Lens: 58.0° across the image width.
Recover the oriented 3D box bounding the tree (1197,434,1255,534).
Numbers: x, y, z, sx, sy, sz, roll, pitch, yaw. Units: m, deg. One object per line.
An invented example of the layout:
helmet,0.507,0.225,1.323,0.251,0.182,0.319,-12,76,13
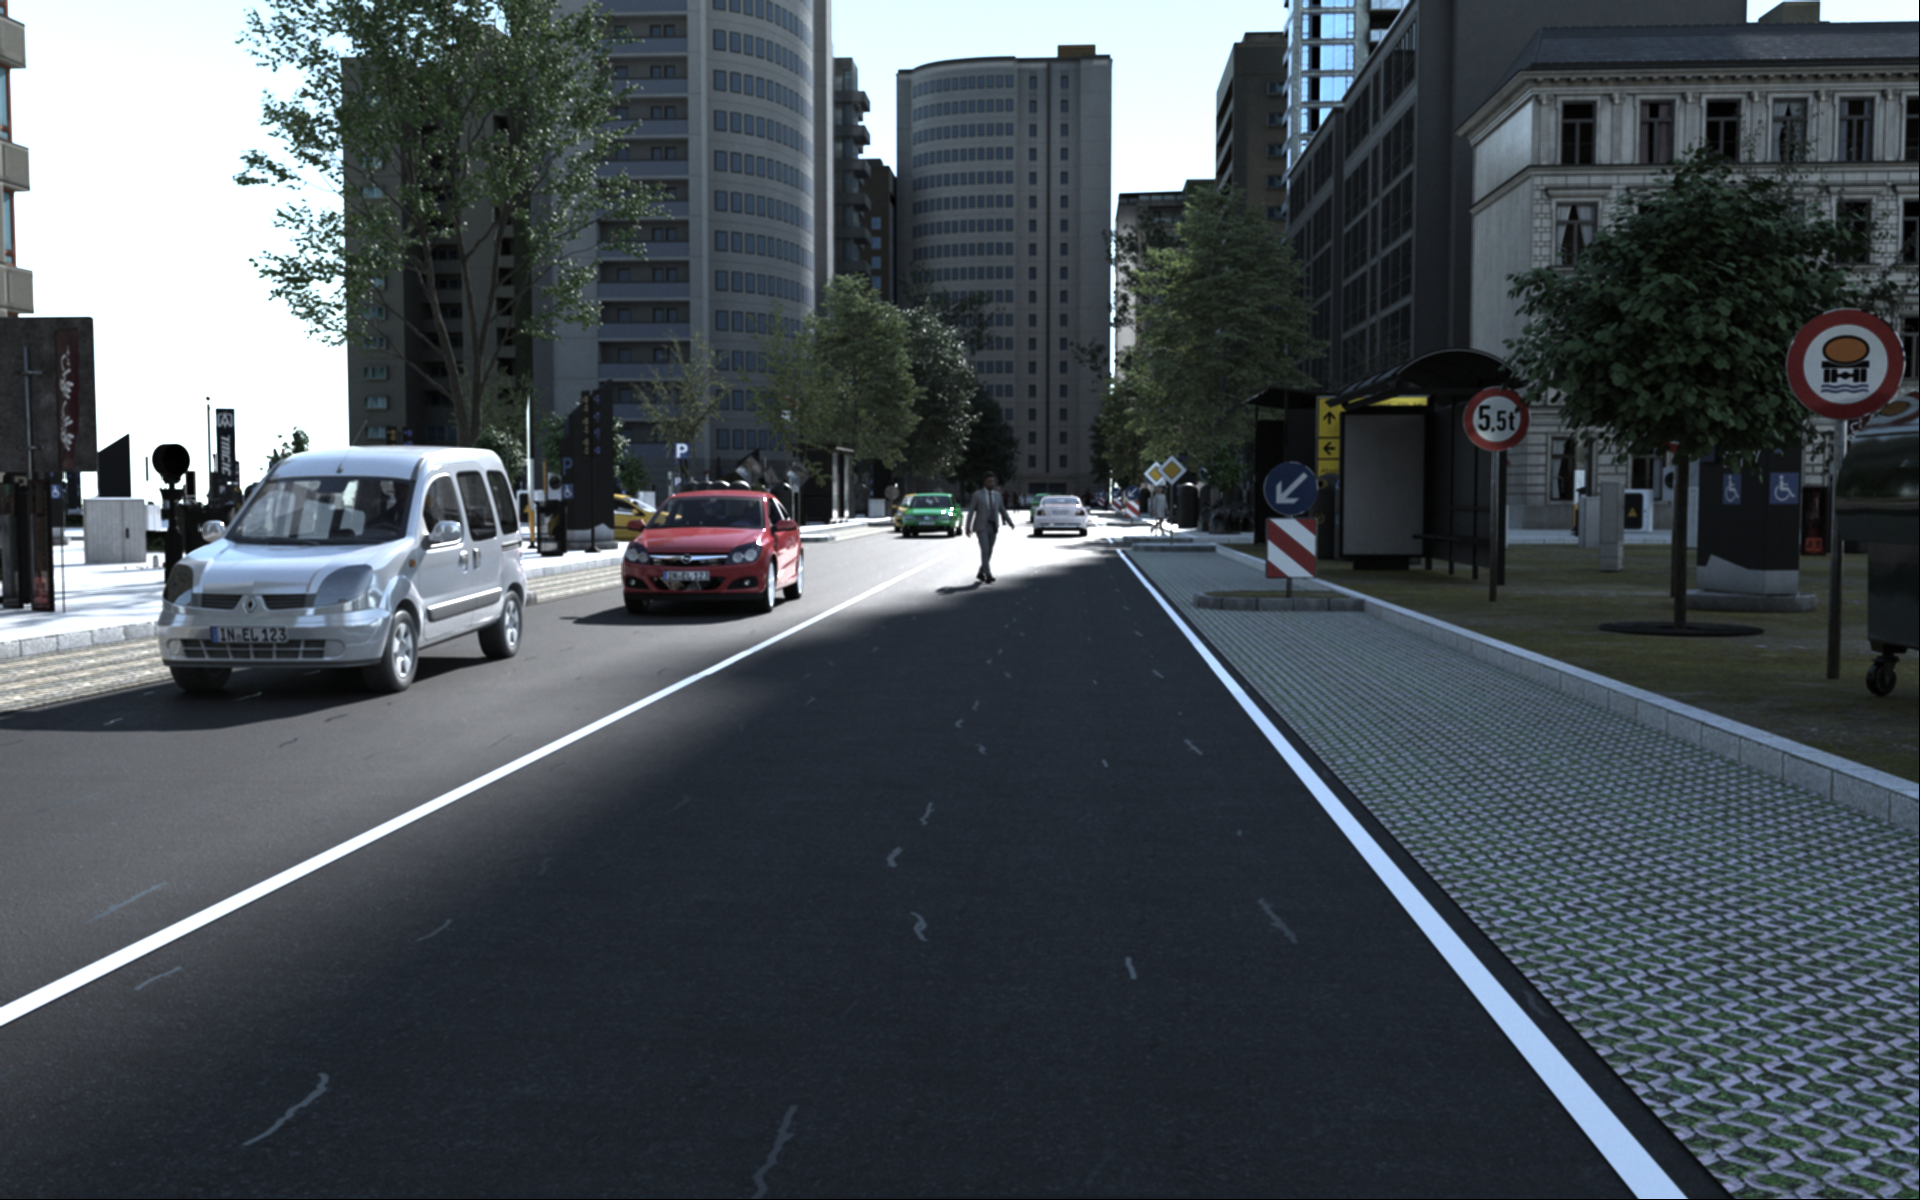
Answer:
tree,8.395,-3.739,55.727,1.663,3.219,1.824,0,3,0

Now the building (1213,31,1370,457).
building,37.850,-33.957,178.900,21.300,48.544,21.600,0,4,4

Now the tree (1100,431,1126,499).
tree,17.958,-14.917,194.254,4.360,8.622,3.978,0,3,0

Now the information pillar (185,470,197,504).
information pillar,-23.980,-3.030,54.027,0.304,2.012,0.304,-1,4,-19

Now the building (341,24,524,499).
building,-50.916,-34.291,184.363,21.600,48.544,21.300,0,4,4

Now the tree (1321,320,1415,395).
tree,17.184,-7.467,72.454,4.360,8.622,3.978,0,3,0

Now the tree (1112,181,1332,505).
tree,9.799,-8.886,63.414,7.486,12.596,7.792,0,3,0

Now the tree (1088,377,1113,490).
tree,14.074,-13.312,135.773,7.486,12.596,7.792,0,3,0

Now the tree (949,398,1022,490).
tree,2.463,-17.336,200.446,9.611,12.733,9.660,0,3,0

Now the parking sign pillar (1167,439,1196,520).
parking sign pillar,10.889,-5.899,84.923,1.447,3.967,1.447,2,4,33

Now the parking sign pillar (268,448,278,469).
parking sign pillar,-39.800,-6.866,100.727,1.447,3.967,1.447,-2,4,-35

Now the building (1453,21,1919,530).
building,29.730,-12.335,66.297,19.286,19.102,10.561,0,4,4

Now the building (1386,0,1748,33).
building,28.394,-18.075,89.028,14.314,27.812,24.014,0,4,4

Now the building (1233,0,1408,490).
building,36.937,-51.304,151.495,22.319,86.520,31.000,0,4,4

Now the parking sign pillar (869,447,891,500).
parking sign pillar,-4.550,-6.748,98.798,1.447,3.967,1.447,-3,5,-41

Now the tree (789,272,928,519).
tree,-5.262,-10.459,89.139,7.486,12.596,7.792,0,3,0

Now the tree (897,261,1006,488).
tree,-3.154,-17.601,143.670,12.611,20.169,13.585,0,3,0

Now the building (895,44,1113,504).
building,5.905,-42.165,231.392,28.212,58.520,21.231,0,4,4

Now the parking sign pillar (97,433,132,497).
parking sign pillar,-36.995,-5.337,75.735,1.447,3.967,1.447,-3,4,-39

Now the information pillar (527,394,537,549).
information pillar,-10.103,-3.022,40.761,0.183,3.616,0.504,-1,4,-22

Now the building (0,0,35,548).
building,-34.481,-10.866,22.694,28.899,21.520,27.650,0,4,4

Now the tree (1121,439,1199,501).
tree,12.090,-7.076,99.405,4.285,4.588,4.351,0,3,0

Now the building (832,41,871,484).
building,-25.014,-34.370,181.560,30.456,49.044,23.786,0,4,4

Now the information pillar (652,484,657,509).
information pillar,-21.623,-7.220,122.536,0.304,2.012,0.304,1,4,9

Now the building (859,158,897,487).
building,-15.703,-35.489,230.350,14.200,45.320,14.600,0,4,4

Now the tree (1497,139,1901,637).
tree,6.833,-1.980,16.082,4.285,4.588,4.351,0,3,0

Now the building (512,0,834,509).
building,-22.805,-36.752,142.896,21.231,58.520,28.212,0,4,4

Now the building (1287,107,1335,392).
building,29.779,-19.538,112.959,14.314,27.812,24.014,0,4,4

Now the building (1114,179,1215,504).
building,27.382,-33.253,227.283,14.086,41.232,14.154,0,4,4

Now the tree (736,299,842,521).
tree,-6.321,-7.010,64.968,4.737,8.622,4.395,0,3,0

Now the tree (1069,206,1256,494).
tree,13.504,-15.694,112.482,12.611,20.169,13.585,0,3,0

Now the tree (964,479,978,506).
tree,1.241,-11.917,189.440,1.663,3.219,1.824,0,3,0

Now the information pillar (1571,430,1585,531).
information pillar,21.298,-4.173,59.580,0.504,3.616,0.183,-2,4,-34

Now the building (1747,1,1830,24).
building,77.320,-33.802,176.362,21.600,48.544,21.300,0,4,4

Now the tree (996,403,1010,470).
tree,0.285,-15.898,166.581,9.857,13.997,8.962,0,3,0

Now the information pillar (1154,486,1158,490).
information pillar,13.889,-7.202,122.251,0.304,2.012,0.304,-3,4,-36

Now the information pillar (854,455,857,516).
information pillar,-6.243,-6.682,100.609,0.504,3.616,0.183,0,4,-3

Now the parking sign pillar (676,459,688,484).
parking sign pillar,-15.326,-6.544,95.465,1.447,3.967,1.447,-1,4,-18

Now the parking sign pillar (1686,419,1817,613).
parking sign pillar,8.803,-1.886,19.302,1.447,3.967,1.447,-1,4,-9

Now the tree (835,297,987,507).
tree,-3.437,-12.531,111.542,9.857,13.997,8.962,0,3,0

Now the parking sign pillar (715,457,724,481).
parking sign pillar,-17.484,-8.402,125.844,1.447,3.967,1.447,-1,4,-17

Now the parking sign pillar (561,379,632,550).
parking sign pillar,-8.651,-3.166,40.233,1.447,3.967,1.447,2,4,32

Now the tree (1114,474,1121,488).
tree,16.761,-11.445,170.836,4.285,4.588,4.351,0,3,0

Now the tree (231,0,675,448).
tree,-8.938,-6.451,31.233,9.928,11.665,9.643,0,3,0

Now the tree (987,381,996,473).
tree,-3.488,-13.271,123.635,9.857,13.997,8.962,0,3,0

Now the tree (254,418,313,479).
tree,-16.918,-3.049,44.449,1.663,3.219,1.824,0,3,0

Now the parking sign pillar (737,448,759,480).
parking sign pillar,-12.229,-6.822,100.018,1.447,3.967,1.447,0,4,-7
